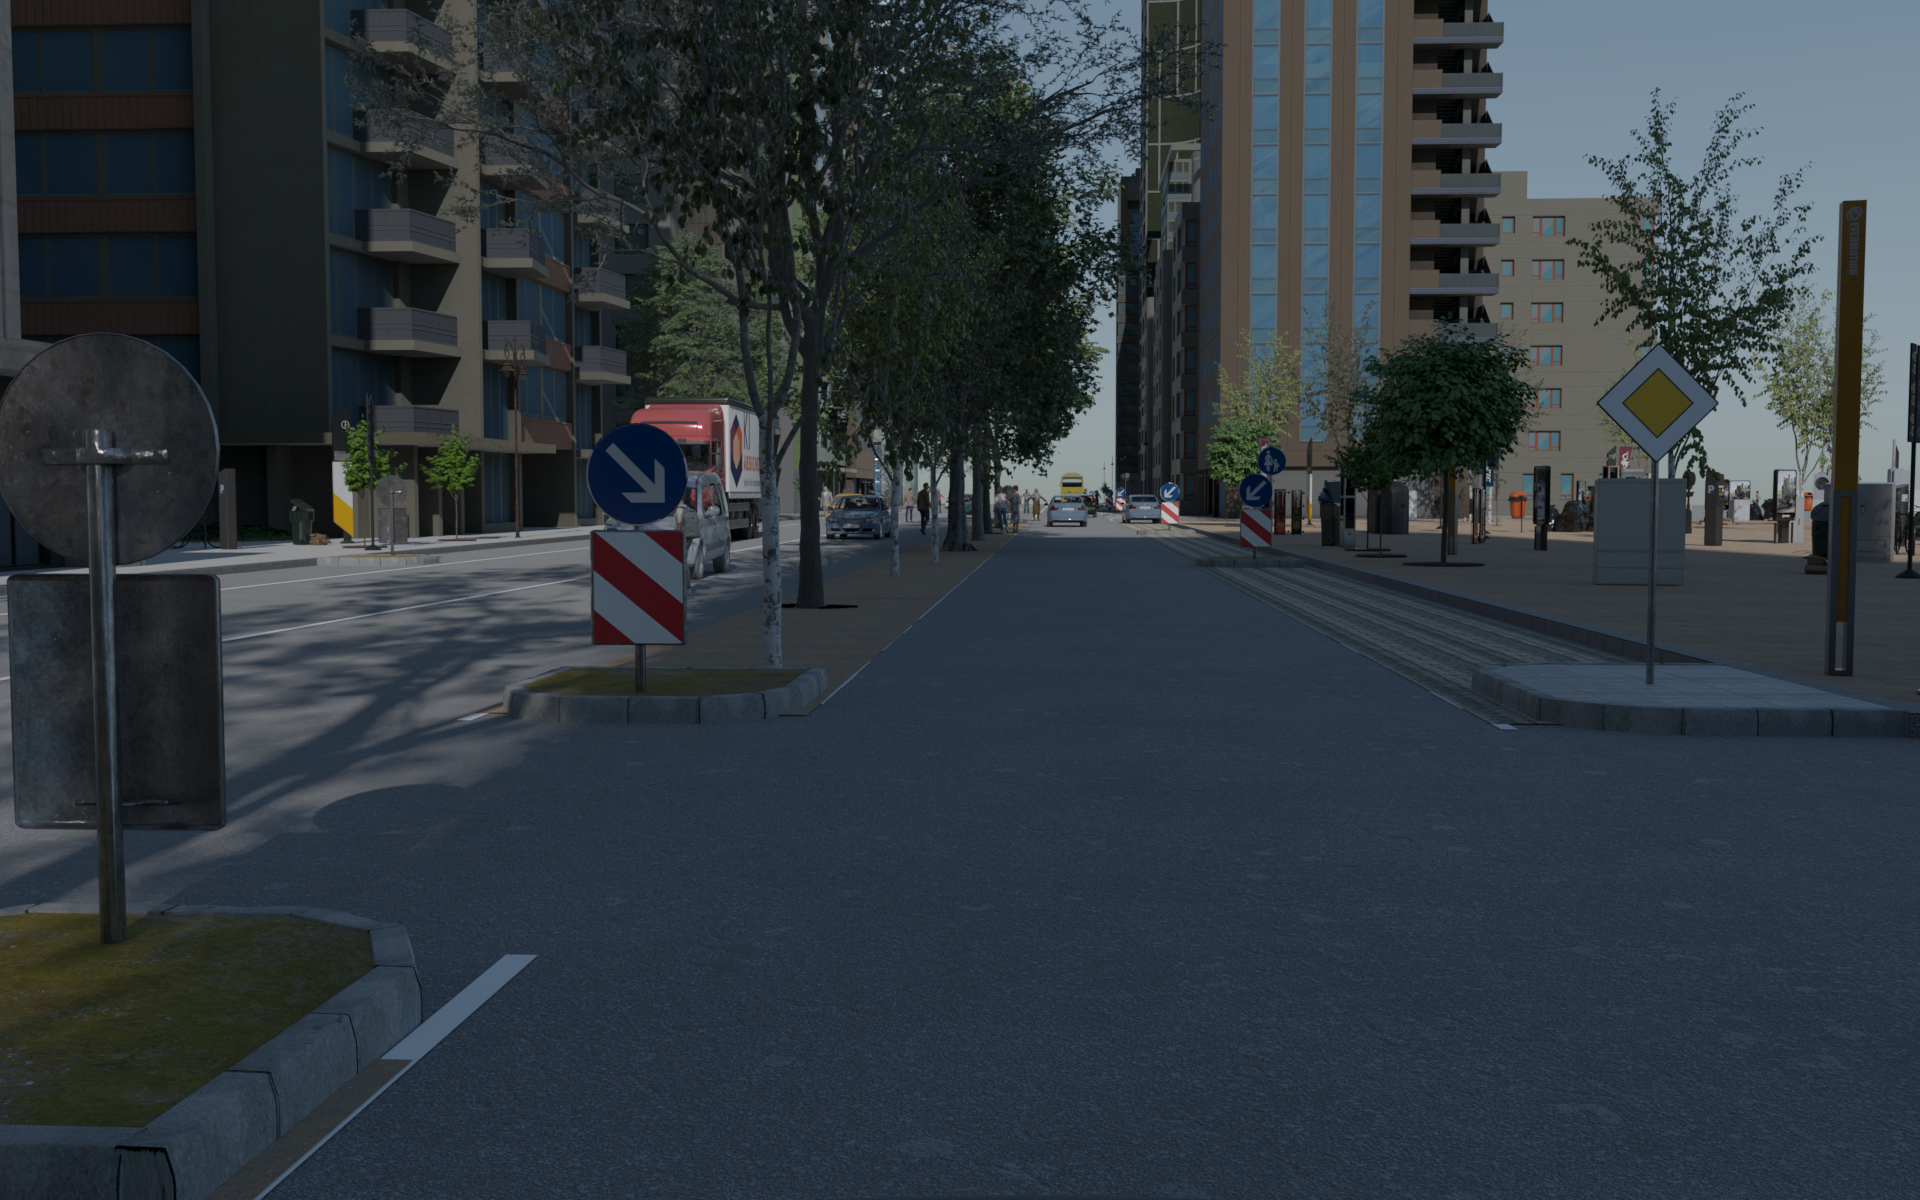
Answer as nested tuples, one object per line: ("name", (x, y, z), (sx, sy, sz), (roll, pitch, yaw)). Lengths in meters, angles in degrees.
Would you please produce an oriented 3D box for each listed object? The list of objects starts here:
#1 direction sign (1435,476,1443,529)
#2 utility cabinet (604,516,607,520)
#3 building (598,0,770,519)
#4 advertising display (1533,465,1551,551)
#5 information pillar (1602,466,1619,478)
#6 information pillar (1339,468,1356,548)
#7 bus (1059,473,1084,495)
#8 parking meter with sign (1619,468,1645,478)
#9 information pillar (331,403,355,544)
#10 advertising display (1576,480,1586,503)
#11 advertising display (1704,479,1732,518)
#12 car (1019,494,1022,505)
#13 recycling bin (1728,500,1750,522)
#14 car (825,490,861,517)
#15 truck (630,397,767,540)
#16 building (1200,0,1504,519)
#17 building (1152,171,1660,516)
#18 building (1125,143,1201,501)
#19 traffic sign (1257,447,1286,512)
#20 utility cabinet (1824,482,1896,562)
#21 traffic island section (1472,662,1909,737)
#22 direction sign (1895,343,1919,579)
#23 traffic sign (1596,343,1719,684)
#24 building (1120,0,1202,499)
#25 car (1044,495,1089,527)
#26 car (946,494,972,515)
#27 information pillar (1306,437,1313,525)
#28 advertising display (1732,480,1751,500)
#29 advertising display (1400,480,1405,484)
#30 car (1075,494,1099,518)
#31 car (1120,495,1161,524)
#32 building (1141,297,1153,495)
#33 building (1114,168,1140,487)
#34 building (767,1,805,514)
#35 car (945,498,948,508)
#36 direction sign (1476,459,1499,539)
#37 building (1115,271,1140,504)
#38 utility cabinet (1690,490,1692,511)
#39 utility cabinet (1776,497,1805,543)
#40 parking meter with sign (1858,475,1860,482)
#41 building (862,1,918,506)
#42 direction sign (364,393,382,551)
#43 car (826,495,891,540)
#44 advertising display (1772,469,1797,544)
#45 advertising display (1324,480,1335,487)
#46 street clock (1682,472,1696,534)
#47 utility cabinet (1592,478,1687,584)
("direction sign", (17.618, -4.365, 63.372), (0.876, 3.537, 0.379), (0, 4, 3))
("utility cabinet", (-17.973, -4.677, 85.141), (1.173, 1.500, 0.318), (0, 4, 7))
("building", (-18.520, -19.784, 95.173), (14.160, 30.474, 14.107), (0, 4, 3))
("advertising display", (13.235, -2.092, 39.421), (0.123, 1.923, 0.974), (0, 4, 3))
("information pillar", (16.877, -2.476, 44.970), (0.304, 2.012, 0.304), (-1, 4, -11))
("information pillar", (9.268, -2.255, 41.369), (0.304, 2.012, 0.304), (0, 4, -7))
("bus", (12.913, -12.739, 199.833), (2.896, 3.916, 12.252), (0, 4, 3))
("parking meter with sign", (19.697, -3.346, 50.964), (1.738, 3.016, 0.543), (0, 4, 0))
("information pillar", (-15.926, -3.263, 44.701), (0.504, 3.616, 0.183), (-3, 4, -39))
("advertising display", (29.540, -4.721, 82.403), (0.123, 1.923, 0.974), (3, 5, 39))
("advertising display", (32.594, -4.242, 74.578), (0.974, 1.923, 0.123), (2, 4, 31))
("car", (7.461, -13.859, 235.640), (2.155, 1.783, 4.494), (0, 4, 2))
("recycling bin", (35.498, -4.062, 78.963), (0.722, 1.027, 0.722), (0, 4, -1))
("car", (-4.920, -4.056, 76.542), (2.015, 1.641, 3.980), (0, 4, 2))
("truck", (-7.818, -3.884, 52.424), (2.839, 4.237, 11.283), (0, 4, 2))
("building", (20.644, -27.180, 94.506), (14.600, 45.320, 14.200), (0, 4, 3))
("building", (27.774, -16.595, 116.360), (27.650, 21.520, 28.899), (0, 4, 3))
("building", (33.760, -29.962, 181.763), (32.217, 40.220, 23.993), (0, 4, 3))
("traffic sign", (8.425, -2.861, 46.880), (0.768, 2.556, 0.104), (0, 4, 5))
("utility cabinet", (17.011, -1.475, 32.789), (1.173, 1.500, 0.318), (3, 5, 40))
("traffic island section", (4.677, 0.647, 11.702), (2.009, 0.180, 2.903), (0, 4, 3))
("direction sign", (14.484, -2.099, 26.316), (0.379, 3.537, 0.876), (3, 4, 39))
("traffic sign", (4.653, -0.488, 11.627), (0.795, 2.450, 0.064), (0, 4, 3))
("building", (29.738, -46.863, 204.461), (20.563, 71.187, 20.611), (0, 4, 3))
("car", (4.719, -3.951, 76.596), (2.014, 1.417, 4.499), (0, 4, 2))
("car", (0.285, -5.580, 103.036), (2.131, 1.459, 4.920), (0, 4, 4))
("information pillar", (14.502, -4.925, 71.882), (0.183, 3.616, 0.504), (0, 4, -6))
("advertising display", (36.888, -4.696, 81.990), (0.974, 1.923, 0.123), (0, 4, 4))
("advertising display", (20.236, -4.527, 79.225), (0.123, 1.923, 0.974), (0, 4, 6))
("car", (7.599, -5.947, 107.025), (2.009, 1.686, 4.222), (0, 4, 4))
("car", (8.835, -4.414, 84.175), (2.014, 1.417, 4.499), (0, 4, 2))
("building", (29.867, -18.401, 145.897), (27.650, 21.520, 28.899), (0, 4, 3))
("building", (28.620, -35.914, 237.300), (14.600, 45.320, 14.200), (0, 4, 3))
("building", (-17.791, -26.019, 109.001), (14.154, 41.232, 14.086), (0, 4, 3))
("car", (-0.489, -9.892, 174.098), (2.083, 1.381, 4.827), (0, 4, 4))
("direction sign", (15.023, -3.523, 49.598), (0.379, 3.537, 0.876), (-2, 4, -29))
("building", (27.038, -27.616, 223.218), (14.160, 30.474, 14.107), (0, 4, 3))
("utility cabinet", (23.375, -2.949, 56.893), (1.173, 1.500, 0.318), (0, 4, 7))
("utility cabinet", (22.074, -2.132, 46.022), (1.020, 1.237, 0.306), (-3, 5, -41))
("parking meter with sign", (32.225, -4.058, 62.606), (0.543, 3.016, 1.738), (3, 5, 43))
("building", (-16.037, -55.359, 217.783), (22.319, 86.520, 31.000), (0, 4, 3))
("direction sign", (-13.399, -2.901, 39.429), (0.379, 3.537, 0.876), (-1, 4, -10))
("car", (-3.215, -2.690, 55.988), (2.014, 1.417, 4.499), (0, 4, 5))
("advertising display", (21.458, -2.439, 45.086), (0.974, 1.923, 0.123), (-3, 4, -37))
("advertising display", (17.050, -4.565, 79.849), (0.123, 1.923, 0.974), (3, 4, 37))
("street clock", (23.508, -3.139, 55.891), (0.358, 2.002, 0.471), (0, 4, -5))
("utility cabinet", (9.562, -0.961, 24.392), (1.173, 1.500, 0.318), (1, 4, 10))
